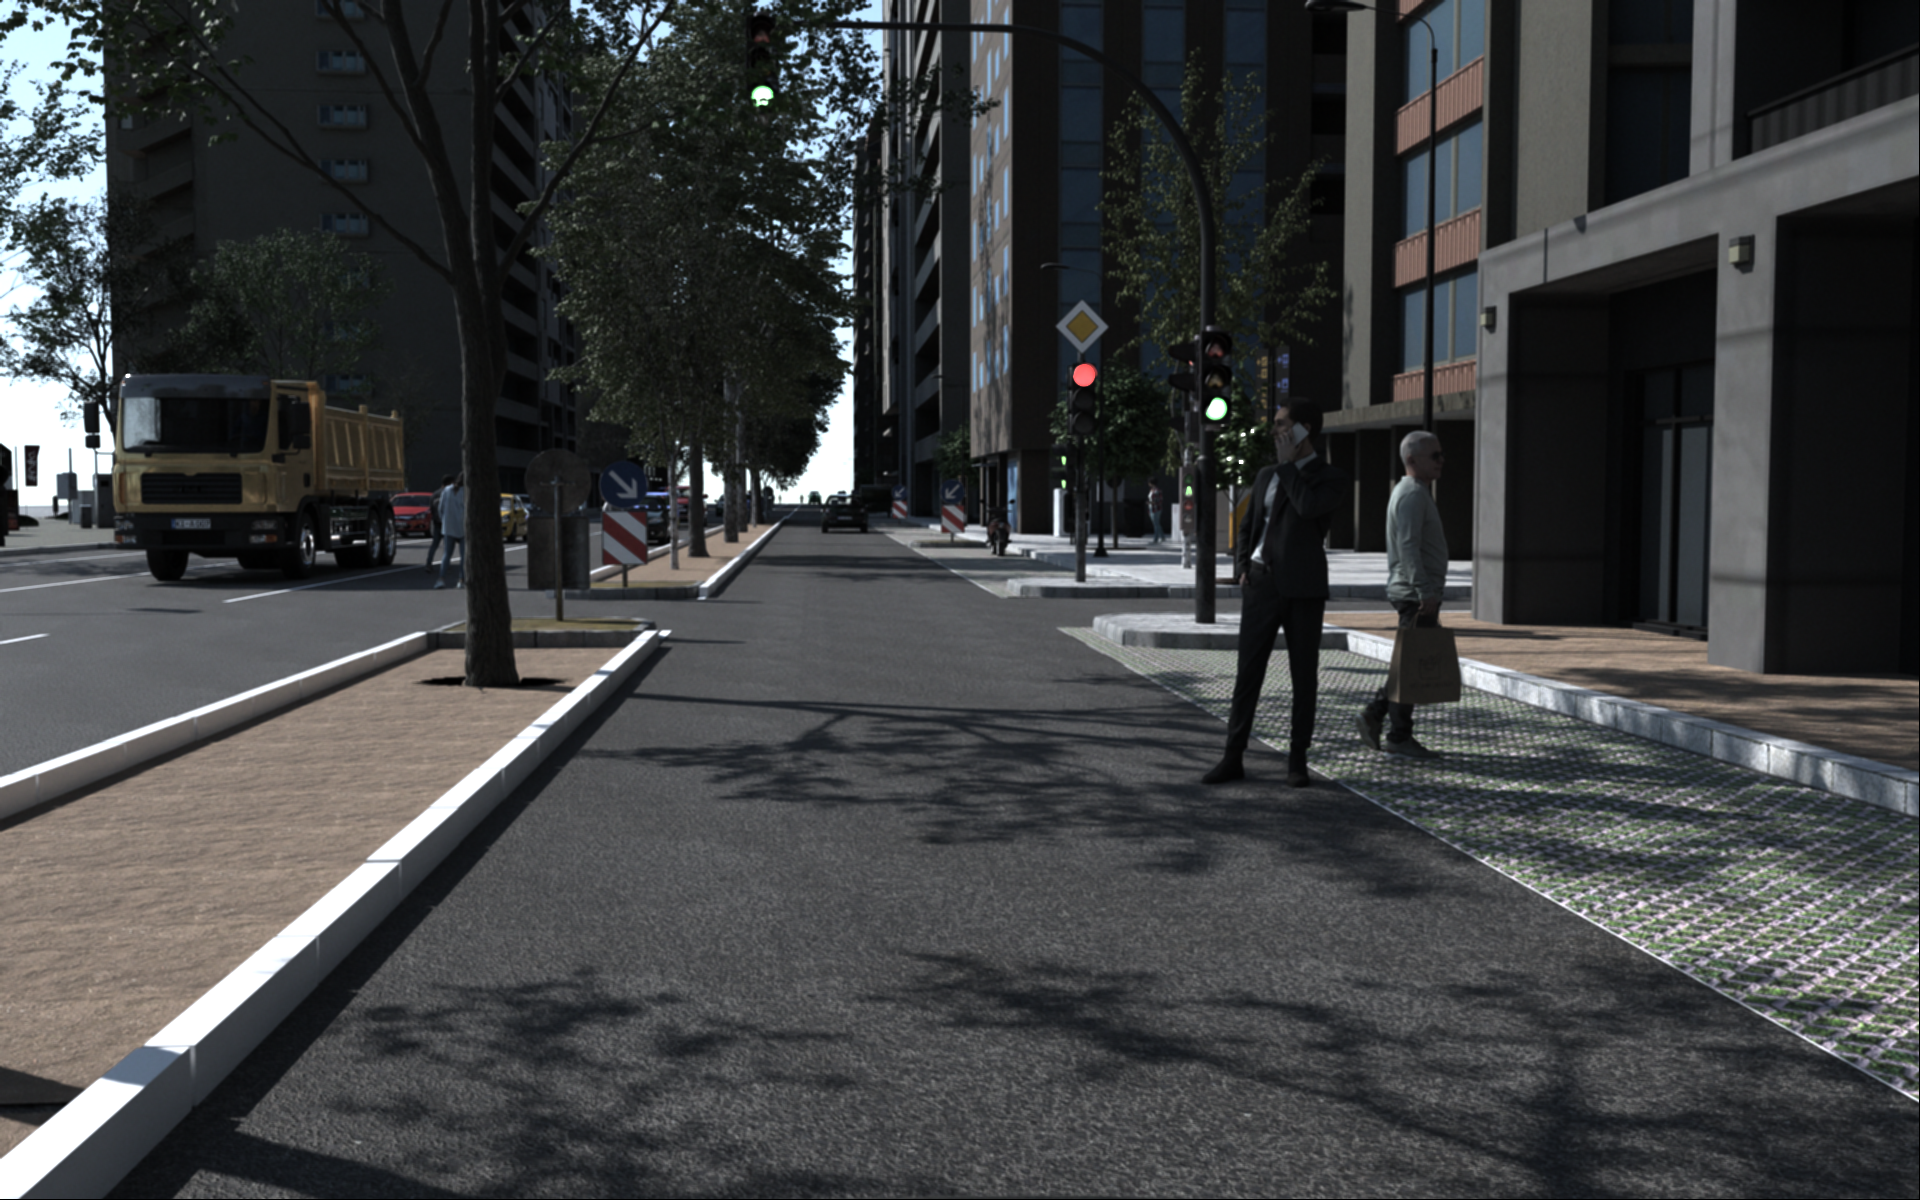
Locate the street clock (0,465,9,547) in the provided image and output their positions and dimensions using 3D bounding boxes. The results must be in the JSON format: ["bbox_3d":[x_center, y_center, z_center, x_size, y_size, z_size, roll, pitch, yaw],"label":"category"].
[{"bbox_3d":[-23.518,-2.312,42.371,0.471,2.002,0.358,-1,4,-19],"label":"street clock"}]

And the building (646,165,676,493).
[{"bbox_3d":[-46.945,-36.019,239.025,14.600,45.320,14.200,0,4,-5],"label":"building"}]

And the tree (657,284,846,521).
[{"bbox_3d":[-10.771,-10.448,90.284,9.611,12.733,9.660,0,3,0],"label":"tree"}]

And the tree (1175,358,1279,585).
[{"bbox_3d":[3.962,-1.842,24.714,1.663,3.219,1.824,0,3,0],"label":"tree"}]

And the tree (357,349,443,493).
[{"bbox_3d":[-28.030,-8.350,86.884,4.360,8.622,3.978,0,3,0],"label":"tree"}]

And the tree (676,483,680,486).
[{"bbox_3d":[-41.837,-16.006,256.291,1.663,3.219,1.824,0,3,0],"label":"tree"}]

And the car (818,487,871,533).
[{"bbox_3d":[-4.345,-3.379,65.035,2.009,1.686,4.222,0,4,-4],"label":"car"}]

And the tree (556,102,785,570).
[{"bbox_3d":[-5.357,-4.857,32.226,4.360,8.622,3.978,0,3,0],"label":"tree"}]

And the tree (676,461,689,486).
[{"bbox_3d":[-41.023,-18.447,251.977,4.737,8.622,4.395,0,3,0],"label":"tree"}]

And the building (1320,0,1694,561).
[{"bbox_3d":[22.154,-23.367,36.673,28.867,44.769,22.147,0,4,-5],"label":"building"}]

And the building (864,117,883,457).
[{"bbox_3d":[0.244,-33.354,199.963,22.147,44.769,28.867,0,4,-5],"label":"building"}]

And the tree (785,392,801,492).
[{"bbox_3d":[-8.676,-7.350,72.994,4.360,8.622,3.978,0,3,0],"label":"tree"}]

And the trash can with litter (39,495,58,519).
[{"bbox_3d":[-47.300,-4.868,90.645,1.678,1.210,2.233,-3,4,-38],"label":"trash can with litter"}]

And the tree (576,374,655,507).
[{"bbox_3d":[-35.651,-16.138,174.233,12.009,13.543,11.850,0,3,0],"label":"tree"}]

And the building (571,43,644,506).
[{"bbox_3d":[-46.718,-34.661,190.412,21.300,48.544,21.600,0,4,-5],"label":"building"}]

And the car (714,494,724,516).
[{"bbox_3d":[-14.860,-6.152,112.389,2.131,1.459,4.920,0,4,-5],"label":"car"}]

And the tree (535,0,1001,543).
[{"bbox_3d":[-5.447,-11.695,49.565,12.611,20.169,13.585,0,3,0],"label":"tree"}]

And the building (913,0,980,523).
[{"bbox_3d":[8.894,-28.328,86.872,21.300,48.544,21.600,0,4,-5],"label":"building"}]

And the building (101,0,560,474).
[{"bbox_3d":[-45.750,-33.161,131.420,28.713,52.752,27.495,0,4,-5],"label":"building"}]

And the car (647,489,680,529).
[{"bbox_3d":[-12.431,-3.736,70.676,1.945,1.707,3.694,0,4,-4],"label":"car"}]

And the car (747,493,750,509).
[{"bbox_3d":[-17.202,-8.241,144.325,1.945,1.707,3.694,0,4,-5],"label":"car"}]

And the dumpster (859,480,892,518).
[{"bbox_3d":[-5.096,-6.102,104.726,1.985,2.255,1.502,0,4,-6],"label":"dumpster"}]

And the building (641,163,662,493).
[{"bbox_3d":[-50.229,-36.493,216.266,23.786,49.044,30.456,0,4,-5],"label":"building"}]

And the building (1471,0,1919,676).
[{"bbox_3d":[16.293,-34.739,6.239,20.563,71.187,20.611,0,4,-5],"label":"building"}]

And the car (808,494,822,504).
[{"bbox_3d":[-20.072,-14.131,239.833,1.959,1.807,4.718,0,4,-4],"label":"car"}]

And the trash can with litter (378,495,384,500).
[{"bbox_3d":[-32.402,-5.256,96.988,1.678,1.210,2.233,-3,4,-39],"label":"trash can with litter"}]

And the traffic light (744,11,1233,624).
[{"bbox_3d":[0.337,-2.578,16.825,4.771,5.953,1.251,0,4,-5],"label":"traffic light"}]

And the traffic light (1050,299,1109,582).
[{"bbox_3d":[1.736,-2.213,25.100,0.839,4.253,0.868,0,4,-5],"label":"traffic light"}]

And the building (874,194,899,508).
[{"bbox_3d":[-1.461,-24.324,169.406,14.160,30.474,14.107,0,4,-5],"label":"building"}]

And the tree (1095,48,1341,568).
[{"bbox_3d":[4.128,-4.856,29.759,4.737,8.622,4.395,0,3,0],"label":"tree"}]

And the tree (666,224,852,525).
[{"bbox_3d":[-9.462,-10.483,80.505,9.857,13.997,8.962,0,3,0],"label":"tree"}]

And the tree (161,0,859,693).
[{"bbox_3d":[-3.633,-5.169,12.725,9.928,11.665,9.643,0,3,0],"label":"tree"}]

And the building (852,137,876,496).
[{"bbox_3d":[-2.979,-36.770,224.888,21.300,48.544,21.600,0,4,-5],"label":"building"}]

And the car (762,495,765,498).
[{"bbox_3d":[-21.859,-10.723,187.316,2.014,1.417,4.499,0,4,-6],"label":"car"}]

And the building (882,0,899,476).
[{"bbox_3d":[7.288,-34.197,148.351,28.713,52.752,27.495,0,4,-5],"label":"building"}]

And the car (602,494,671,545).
[{"bbox_3d":[-9.181,-2.433,49.565,2.009,1.686,4.222,0,4,-6],"label":"car"}]

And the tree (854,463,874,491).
[{"bbox_3d":[-9.605,-12.210,183.345,4.285,4.588,4.351,0,3,0],"label":"tree"}]

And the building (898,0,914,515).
[{"bbox_3d":[6.216,-35.362,120.168,21.231,58.520,28.212,0,4,-5],"label":"building"}]

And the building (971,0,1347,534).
[{"bbox_3d":[7.894,-25.127,60.941,14.600,45.320,14.200,0,4,-5],"label":"building"}]

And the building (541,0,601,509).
[{"bbox_3d":[-43.481,-43.847,155.145,20.563,71.187,20.611,0,4,-5],"label":"building"}]

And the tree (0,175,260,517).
[{"bbox_3d":[-24.171,-7.074,50.065,8.767,10.594,7.601,0,4,1],"label":"tree"}]

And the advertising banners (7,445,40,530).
[{"bbox_3d":[-33.598,-3.978,61.221,2.074,3.025,0.090,-3,5,-42],"label":"advertising banners"}]

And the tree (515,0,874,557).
[{"bbox_3d":[-5.806,-7.207,38.422,7.486,12.596,7.792,0,3,0],"label":"tree"}]

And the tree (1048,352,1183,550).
[{"bbox_3d":[3.696,-3.447,40.078,4.285,4.588,4.351,0,3,0],"label":"tree"}]

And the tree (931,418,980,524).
[{"bbox_3d":[0.401,-5.565,74.695,4.285,4.588,4.351,0,3,0],"label":"tree"}]

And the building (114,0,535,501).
[{"bbox_3d":[-38.763,-29.593,107.552,21.300,48.544,21.600,0,4,-5],"label":"building"}]

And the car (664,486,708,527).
[{"bbox_3d":[-12.313,-4.177,76.974,2.281,1.827,5.304,0,4,-6],"label":"car"}]

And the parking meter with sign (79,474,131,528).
[{"bbox_3d":[-32.168,-4.214,65.166,1.738,3.016,0.543,-3,5,-39],"label":"parking meter with sign"}]
